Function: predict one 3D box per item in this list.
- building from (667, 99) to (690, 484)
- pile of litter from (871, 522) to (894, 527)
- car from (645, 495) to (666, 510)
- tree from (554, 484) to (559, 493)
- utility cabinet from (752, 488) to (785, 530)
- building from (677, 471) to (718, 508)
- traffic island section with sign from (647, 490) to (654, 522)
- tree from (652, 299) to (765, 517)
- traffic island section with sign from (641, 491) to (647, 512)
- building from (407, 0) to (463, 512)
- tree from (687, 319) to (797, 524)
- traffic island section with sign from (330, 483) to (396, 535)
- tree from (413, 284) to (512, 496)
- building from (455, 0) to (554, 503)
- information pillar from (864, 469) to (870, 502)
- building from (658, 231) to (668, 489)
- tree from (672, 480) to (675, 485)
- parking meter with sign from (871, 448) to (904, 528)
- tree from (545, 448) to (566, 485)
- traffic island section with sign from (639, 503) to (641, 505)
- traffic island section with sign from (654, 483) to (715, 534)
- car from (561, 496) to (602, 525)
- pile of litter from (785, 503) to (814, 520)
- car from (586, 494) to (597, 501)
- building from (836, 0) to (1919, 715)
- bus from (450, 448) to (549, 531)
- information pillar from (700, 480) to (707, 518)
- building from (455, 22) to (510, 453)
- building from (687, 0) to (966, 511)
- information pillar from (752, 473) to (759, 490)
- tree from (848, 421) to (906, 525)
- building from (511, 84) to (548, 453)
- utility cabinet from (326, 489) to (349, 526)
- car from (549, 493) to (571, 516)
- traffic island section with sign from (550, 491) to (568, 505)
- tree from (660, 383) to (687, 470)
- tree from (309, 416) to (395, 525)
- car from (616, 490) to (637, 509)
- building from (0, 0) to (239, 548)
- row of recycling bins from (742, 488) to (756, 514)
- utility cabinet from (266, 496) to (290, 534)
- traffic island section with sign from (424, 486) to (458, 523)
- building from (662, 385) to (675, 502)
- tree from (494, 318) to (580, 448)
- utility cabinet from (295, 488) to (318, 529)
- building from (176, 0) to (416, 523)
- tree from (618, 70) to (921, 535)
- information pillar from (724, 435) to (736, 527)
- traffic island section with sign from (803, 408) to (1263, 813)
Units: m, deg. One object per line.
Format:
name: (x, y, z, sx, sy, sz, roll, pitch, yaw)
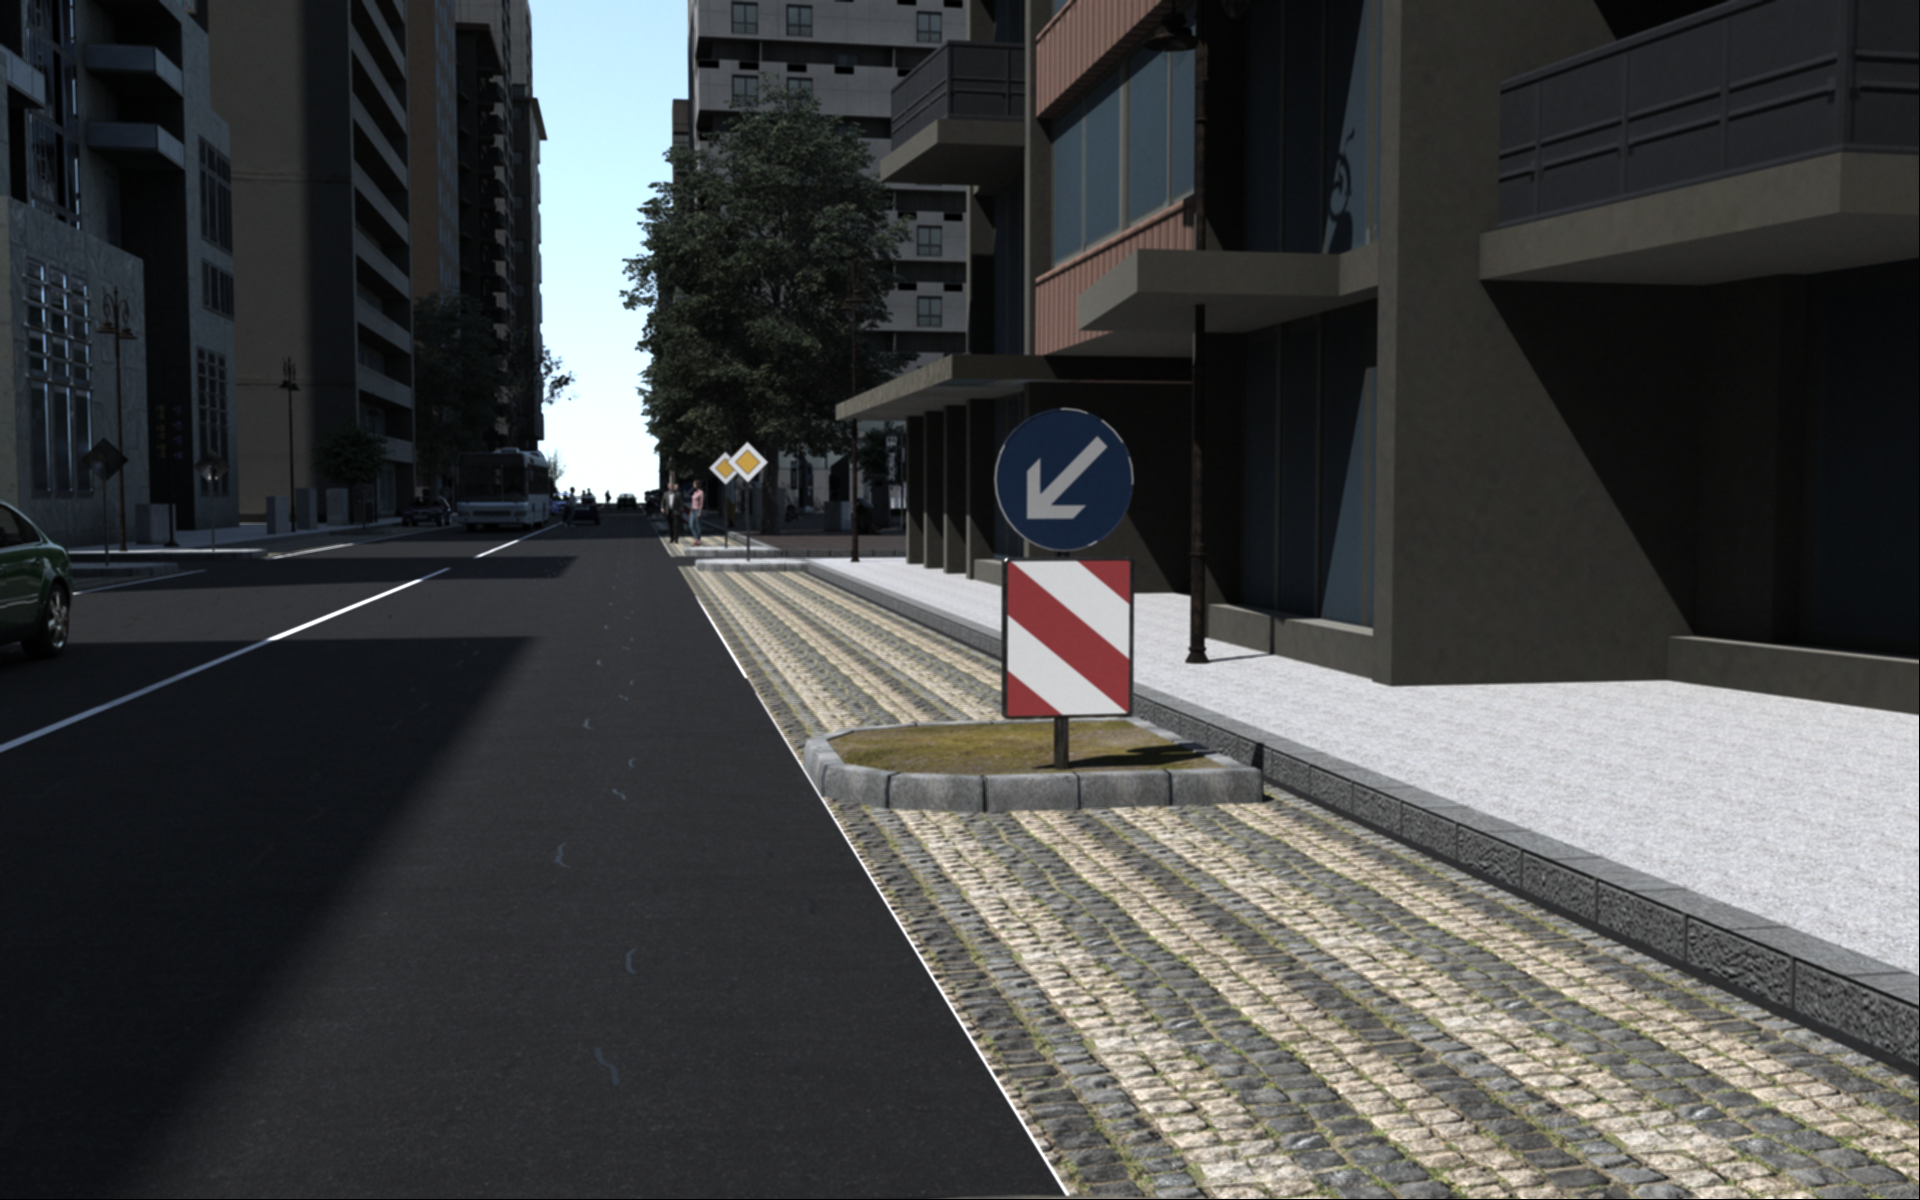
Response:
building: (-23.309, -30.590, 183.748, 14.154, 41.232, 14.086, -1, 4, -11)
pile of litter: (-3.223, -3.354, 68.795, 1.719, 0.858, 1.176, 3, 4, 38)
car: (-26.926, -8.614, 153.413, 1.945, 1.354, 3.894, -1, 4, -10)
tree: (-62.460, -16.567, 265.467, 1.663, 3.219, 1.824, 0, 3, 0)
utility cabinet: (-6.833, -3.246, 61.759, 1.173, 1.500, 0.318, -2, 4, -34)
building: (-16.773, -44.500, 165.835, 20.563, 71.187, 20.611, -1, 4, -11)
traffic island section with sign: (-15.043, -4.952, 89.599, 1.989, 1.847, 2.006, -1, 4, -11)
tree: (-13.497, -11.006, 98.070, 7.486, 12.596, 7.792, 0, 3, 0)
traffic island section with sign: (-24.401, -7.984, 139.174, 1.989, 1.847, 2.006, -1, 4, -11)
building: (-41.763, -28.563, 117.108, 14.600, 45.320, 14.200, -1, 4, -11)
tree: (-8.959, -7.564, 74.037, 4.360, 8.622, 3.978, 0, 3, 0)
traffic island section with sign: (-20.879, -3.182, 60.646, 1.989, 1.847, 2.006, -1, 4, -11)
tree: (-32.462, -12.204, 106.184, 9.857, 13.997, 8.962, 0, 3, 0)
building: (-69.526, -49.583, 248.936, 20.563, 71.187, 20.611, -1, 4, -11)
information pillar: (-4.994, -6.215, 92.965, 0.183, 3.616, 0.504, -3, 4, -39)
building: (-39.179, -35.613, 265.870, 14.154, 41.232, 14.086, -1, 4, -11)
tree: (-32.494, -12.503, 199.031, 1.663, 3.219, 1.824, 0, 3, 0)
parking meter with sign: (-2.975, -4.198, 64.897, 1.738, 3.016, 0.543, 0, 4, 3)
tree: (-63.332, -19.531, 269.699, 4.360, 8.622, 3.978, 0, 3, 0)
traffic island section with sign: (-29.413, -9.604, 165.661, 1.989, 1.847, 2.006, -1, 4, -11)
traffic island section with sign: (-9.831, -3.267, 62.038, 1.989, 1.847, 2.006, -1, 4, -11)
car: (-17.923, -4.246, 82.003, 1.945, 1.354, 3.894, -1, 4, -12)
pile of litter: (-8.335, -4.520, 87.867, 1.176, 0.858, 1.719, 1, 4, 13)
car: (-52.911, -14.505, 247.381, 2.015, 1.641, 3.980, -1, 4, -12)
building: (10.785, -22.355, 20.126, 22.147, 44.769, 28.867, -1, 4, -11)
bus: (-18.250, -4.569, 69.562, 2.948, 3.499, 13.247, -1, 4, -10)
information pillar: (-13.491, -5.299, 91.124, 0.304, 2.012, 0.304, -2, 4, -24)
building: (-53.199, -30.780, 157.882, 22.147, 44.769, 28.867, -1, 4, -11)
building: (-8.399, -33.876, 143.103, 28.713, 52.752, 27.495, -1, 4, -11)
information pillar: (-13.505, -7.524, 114.365, 0.504, 3.616, 0.183, 0, 4, 0)
tree: (-3.037, -5.496, 73.575, 4.285, 4.588, 4.351, 0, 3, 0)
building: (-68.524, -38.879, 224.914, 28.713, 52.752, 27.495, -1, 4, -11)
utility cabinet: (-24.985, -3.718, 69.473, 1.173, 1.500, 0.318, 3, 5, 41)
car: (-26.754, -6.568, 116.984, 1.945, 1.707, 3.694, -1, 4, -12)
traffic island section with sign: (-50.641, -12.811, 218.091, 1.989, 1.847, 2.006, -1, 4, -11)
tree: (-16.730, -9.731, 109.467, 4.360, 8.622, 3.978, 0, 3, 0)
tree: (-25.259, -5.403, 72.054, 4.285, 4.588, 4.351, 0, 3, 0)
car: (-31.530, -9.486, 163.887, 1.959, 1.807, 4.718, -1, 4, -10)
building: (-34.343, -44.991, 48.279, 22.319, 86.520, 31.000, -1, 4, -11)
row of recycling bins: (-12.592, -6.291, 109.978, 3.534, 1.692, 1.069, 3, 5, 45)
utility cabinet: (-21.969, -2.729, 55.777, 0.306, 1.237, 1.020, 0, 4, 4)
traffic island section with sign: (-25.977, -4.827, 87.547, 1.989, 1.847, 2.006, -1, 4, -11)
building: (-28.055, -24.516, 245.873, 27.650, 21.520, 28.899, -1, 4, -11)
tree: (-46.644, -20.067, 183.979, 12.611, 20.169, 13.585, 0, 3, 0)
utility cabinet: (-23.638, -3.302, 62.660, 0.318, 1.500, 1.173, -3, 5, -44)
building: (-39.112, -28.137, 83.745, 21.300, 48.544, 21.600, -1, 4, -11)
tree: (-5.930, -9.025, 54.206, 9.857, 13.997, 8.962, 0, 3, 0)
information pillar: (-8.894, -4.619, 66.874, 0.504, 3.616, 0.183, 3, 5, 43)
traffic island section with sign: (0.240, -0.006, 8.726, 1.989, 1.847, 2.006, -1, 4, -11)
